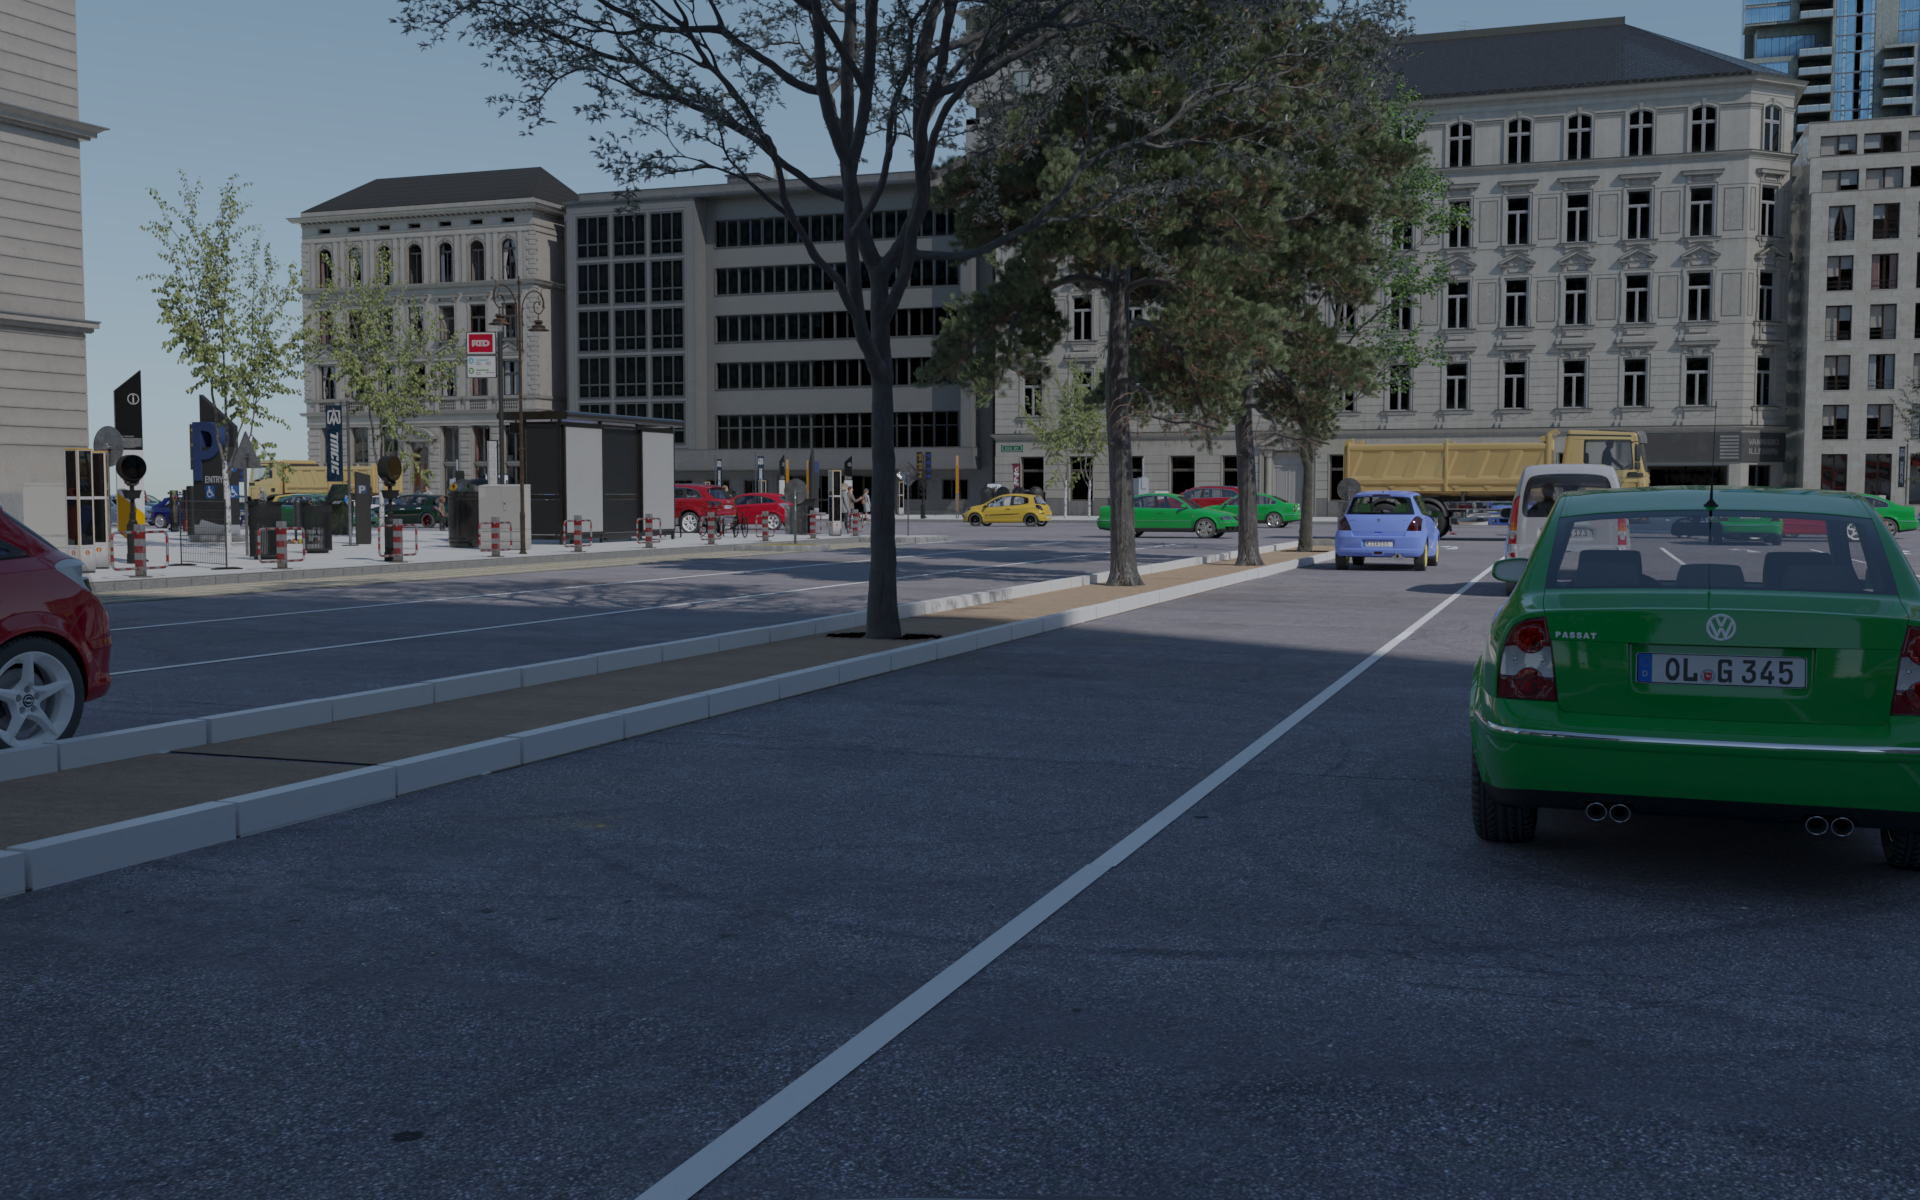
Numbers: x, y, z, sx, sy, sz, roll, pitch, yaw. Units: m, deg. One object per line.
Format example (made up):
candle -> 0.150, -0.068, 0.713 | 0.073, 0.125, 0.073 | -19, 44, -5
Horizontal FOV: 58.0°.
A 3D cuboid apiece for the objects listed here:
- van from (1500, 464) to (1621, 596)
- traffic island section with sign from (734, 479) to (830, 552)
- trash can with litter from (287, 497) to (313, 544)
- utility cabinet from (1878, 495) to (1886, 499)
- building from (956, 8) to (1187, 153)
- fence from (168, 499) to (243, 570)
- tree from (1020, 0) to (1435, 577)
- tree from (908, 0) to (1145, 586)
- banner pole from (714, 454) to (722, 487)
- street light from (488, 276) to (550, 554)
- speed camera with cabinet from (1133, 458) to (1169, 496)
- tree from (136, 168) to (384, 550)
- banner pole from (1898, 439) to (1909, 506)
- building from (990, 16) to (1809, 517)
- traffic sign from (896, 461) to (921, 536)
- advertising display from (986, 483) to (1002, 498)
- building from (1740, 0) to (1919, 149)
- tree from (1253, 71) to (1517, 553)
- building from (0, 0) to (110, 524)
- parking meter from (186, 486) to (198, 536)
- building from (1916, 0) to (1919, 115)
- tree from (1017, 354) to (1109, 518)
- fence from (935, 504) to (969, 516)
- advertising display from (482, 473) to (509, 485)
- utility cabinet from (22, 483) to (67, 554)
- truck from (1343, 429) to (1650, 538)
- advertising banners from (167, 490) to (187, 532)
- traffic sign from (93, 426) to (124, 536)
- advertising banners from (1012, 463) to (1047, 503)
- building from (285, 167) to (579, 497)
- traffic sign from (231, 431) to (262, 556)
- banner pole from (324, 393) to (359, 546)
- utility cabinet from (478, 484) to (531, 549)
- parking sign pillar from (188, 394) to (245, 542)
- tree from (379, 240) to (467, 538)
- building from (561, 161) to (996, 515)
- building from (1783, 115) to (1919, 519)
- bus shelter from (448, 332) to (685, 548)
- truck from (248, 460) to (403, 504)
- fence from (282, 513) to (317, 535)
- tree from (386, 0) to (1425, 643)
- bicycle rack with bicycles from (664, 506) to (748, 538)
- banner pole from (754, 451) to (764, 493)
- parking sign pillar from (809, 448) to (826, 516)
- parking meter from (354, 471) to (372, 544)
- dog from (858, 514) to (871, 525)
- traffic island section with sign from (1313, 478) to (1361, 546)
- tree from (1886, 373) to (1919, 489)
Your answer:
van -> 8.964, -1.129, 25.474 | 2.013, 2.044, 4.112 | 1, 4, 20
traffic island section with sign -> -4.393, -2.158, 43.905 | 1.989, 1.847, 2.006 | 1, 4, 20
trash can with litter -> -17.022, -2.093, 45.277 | 1.678, 1.210, 2.233 | 0, 4, 0
utility cabinet -> 43.350, -4.316, 81.733 | 0.306, 1.237, 1.020 | 3, 5, 44
building -> 15.211, -36.444, 185.106 | 27.495, 52.752, 28.713 | 1, 4, 20
fence -> -13.202, -1.161, 30.192 | 0.480, 1.192, 2.264 | -3, 5, -44
tree -> 5.669, -6.709, 34.208 | 6.751, 12.117, 7.091 | 0, 3, 0
tree -> 2.463, -6.246, 26.633 | 6.751, 12.117, 7.091 | 0, 3, 0
banner pole -> -15.191, -7.256, 108.650 | 0.401, 3.779, 0.863 | 2, 4, 31
street light -> -9.345, -3.919, 36.860 | 0.468, 5.910, 1.993 | 1, 4, 20
speed camera with cabinet -> 10.576, -6.210, 95.864 | 2.038, 3.252, 0.660 | -2, 4, -30
tree -> -16.738, -5.469, 39.789 | 4.737, 8.622, 4.395 | 0, 3, 0
banner pole -> 43.335, -5.476, 79.557 | 0.401, 3.779, 0.863 | 0, 4, -4
building -> 24.932, -19.948, 102.558 | 44.131, 29.872, 17.030 | 1, 4, 20
traffic sign -> -1.570, -2.990, 52.537 | 0.795, 2.450, 0.064 | 1, 4, 20
advertising display -> 2.008, -5.930, 102.172 | 0.974, 1.923, 0.123 | -1, 4, -20
building -> 120.163, -56.677, 239.332 | 31.000, 86.520, 22.319 | 1, 4, 20
tree -> 8.559, -6.968, 42.137 | 9.928, 11.665, 9.643 | 0, 3, 0
building -> -35.199, -15.606, 42.550 | 23.554, 28.519, 14.401 | 1, 4, 20
parking meter -> -23.287, -2.703, 52.606 | 0.372, 1.533, 0.369 | 0, 3, 0
building -> 97.478, -37.509, 155.276 | 21.231, 58.520, 28.212 | 1, 4, 20
tree -> 5.317, -8.596, 90.914 | 4.737, 8.622, 4.395 | 0, 3, 0
fence -> -0.481, -5.385, 103.412 | 2.069, 0.683, 0.278 | 0, 4, -3
advertising display -> -14.435, -2.978, 53.911 | 0.123, 1.923, 0.974 | 2, 4, 33
utility cabinet -> -17.502, -1.524, 33.599 | 1.173, 1.500, 0.318 | 0, 4, 2
truck -> 16.951, -3.519, 53.460 | 9.791, 3.379, 3.469 | 1, 4, 21
advertising banners -> -26.721, -3.890, 59.796 | 0.090, 3.025, 2.074 | 1, 4, 8
traffic sign -> -15.918, -1.972, 32.355 | 0.768, 2.556, 0.104 | 1, 4, 23
advertising banners -> 3.927, -6.241, 98.230 | 2.074, 3.025, 0.090 | 1, 4, 17
building -> -34.823, -17.842, 120.593 | 19.941, 23.489, 11.050 | 1, 4, 20
traffic sign -> -14.796, -2.194, 35.878 | 0.884, 2.594, 0.081 | 2, 4, 27
banner pole -> -15.319, -3.231, 42.839 | 0.863, 3.779, 0.401 | 1, 4, 15
utility cabinet -> -10.464, -1.903, 39.795 | 1.173, 1.500, 0.318 | 1, 4, 16
parking sign pillar -> -20.004, -3.552, 46.545 | 1.447, 3.967, 1.447 | 2, 4, 27
tree -> -16.643, -6.101, 50.108 | 4.737, 8.622, 4.395 | 0, 3, 0
building -> -10.195, -18.078, 114.635 | 30.058, 24.678, 14.314 | 1, 4, 20
building -> 52.565, -14.365, 89.617 | 16.860, 20.320, 10.420 | 1, 4, 20
bus shelter -> -10.280, -4.128, 45.121 | 2.179, 5.291, 8.768 | 1, 4, 20
truck -> -36.475, -6.272, 98.475 | 9.791, 3.379, 3.469 | 1, 4, 19
fence -> -21.086, -2.360, 53.955 | 2.069, 0.683, 0.278 | -1, 4, -12
tree -> -0.778, -6.347, 16.601 | 12.009, 13.543, 11.850 | 0, 3, 0
bicycle rack with bicycles -> -7.645, -2.331, 51.488 | 2.852, 0.926, 2.925 | -1, 4, -17
banner pole -> -11.657, -6.745, 100.291 | 0.401, 3.779, 0.863 | 3, 5, 45
parking sign pillar -> -8.666, -6.976, 102.532 | 1.447, 3.967, 1.447 | -1, 4, -13
parking meter -> -15.234, -2.357, 44.250 | 0.399, 1.863, 0.255 | -1, 4, -9
dog -> -4.419, -3.683, 79.506 | 0.540, 0.507, 0.406 | -2, 4, -29
traffic island section with sign -> 10.775, -2.462, 48.390 | 2.006, 1.907, 1.989 | 1, 4, 20
tree -> 43.138, -7.671, 75.776 | 4.360, 8.622, 3.978 | 0, 3, 0
